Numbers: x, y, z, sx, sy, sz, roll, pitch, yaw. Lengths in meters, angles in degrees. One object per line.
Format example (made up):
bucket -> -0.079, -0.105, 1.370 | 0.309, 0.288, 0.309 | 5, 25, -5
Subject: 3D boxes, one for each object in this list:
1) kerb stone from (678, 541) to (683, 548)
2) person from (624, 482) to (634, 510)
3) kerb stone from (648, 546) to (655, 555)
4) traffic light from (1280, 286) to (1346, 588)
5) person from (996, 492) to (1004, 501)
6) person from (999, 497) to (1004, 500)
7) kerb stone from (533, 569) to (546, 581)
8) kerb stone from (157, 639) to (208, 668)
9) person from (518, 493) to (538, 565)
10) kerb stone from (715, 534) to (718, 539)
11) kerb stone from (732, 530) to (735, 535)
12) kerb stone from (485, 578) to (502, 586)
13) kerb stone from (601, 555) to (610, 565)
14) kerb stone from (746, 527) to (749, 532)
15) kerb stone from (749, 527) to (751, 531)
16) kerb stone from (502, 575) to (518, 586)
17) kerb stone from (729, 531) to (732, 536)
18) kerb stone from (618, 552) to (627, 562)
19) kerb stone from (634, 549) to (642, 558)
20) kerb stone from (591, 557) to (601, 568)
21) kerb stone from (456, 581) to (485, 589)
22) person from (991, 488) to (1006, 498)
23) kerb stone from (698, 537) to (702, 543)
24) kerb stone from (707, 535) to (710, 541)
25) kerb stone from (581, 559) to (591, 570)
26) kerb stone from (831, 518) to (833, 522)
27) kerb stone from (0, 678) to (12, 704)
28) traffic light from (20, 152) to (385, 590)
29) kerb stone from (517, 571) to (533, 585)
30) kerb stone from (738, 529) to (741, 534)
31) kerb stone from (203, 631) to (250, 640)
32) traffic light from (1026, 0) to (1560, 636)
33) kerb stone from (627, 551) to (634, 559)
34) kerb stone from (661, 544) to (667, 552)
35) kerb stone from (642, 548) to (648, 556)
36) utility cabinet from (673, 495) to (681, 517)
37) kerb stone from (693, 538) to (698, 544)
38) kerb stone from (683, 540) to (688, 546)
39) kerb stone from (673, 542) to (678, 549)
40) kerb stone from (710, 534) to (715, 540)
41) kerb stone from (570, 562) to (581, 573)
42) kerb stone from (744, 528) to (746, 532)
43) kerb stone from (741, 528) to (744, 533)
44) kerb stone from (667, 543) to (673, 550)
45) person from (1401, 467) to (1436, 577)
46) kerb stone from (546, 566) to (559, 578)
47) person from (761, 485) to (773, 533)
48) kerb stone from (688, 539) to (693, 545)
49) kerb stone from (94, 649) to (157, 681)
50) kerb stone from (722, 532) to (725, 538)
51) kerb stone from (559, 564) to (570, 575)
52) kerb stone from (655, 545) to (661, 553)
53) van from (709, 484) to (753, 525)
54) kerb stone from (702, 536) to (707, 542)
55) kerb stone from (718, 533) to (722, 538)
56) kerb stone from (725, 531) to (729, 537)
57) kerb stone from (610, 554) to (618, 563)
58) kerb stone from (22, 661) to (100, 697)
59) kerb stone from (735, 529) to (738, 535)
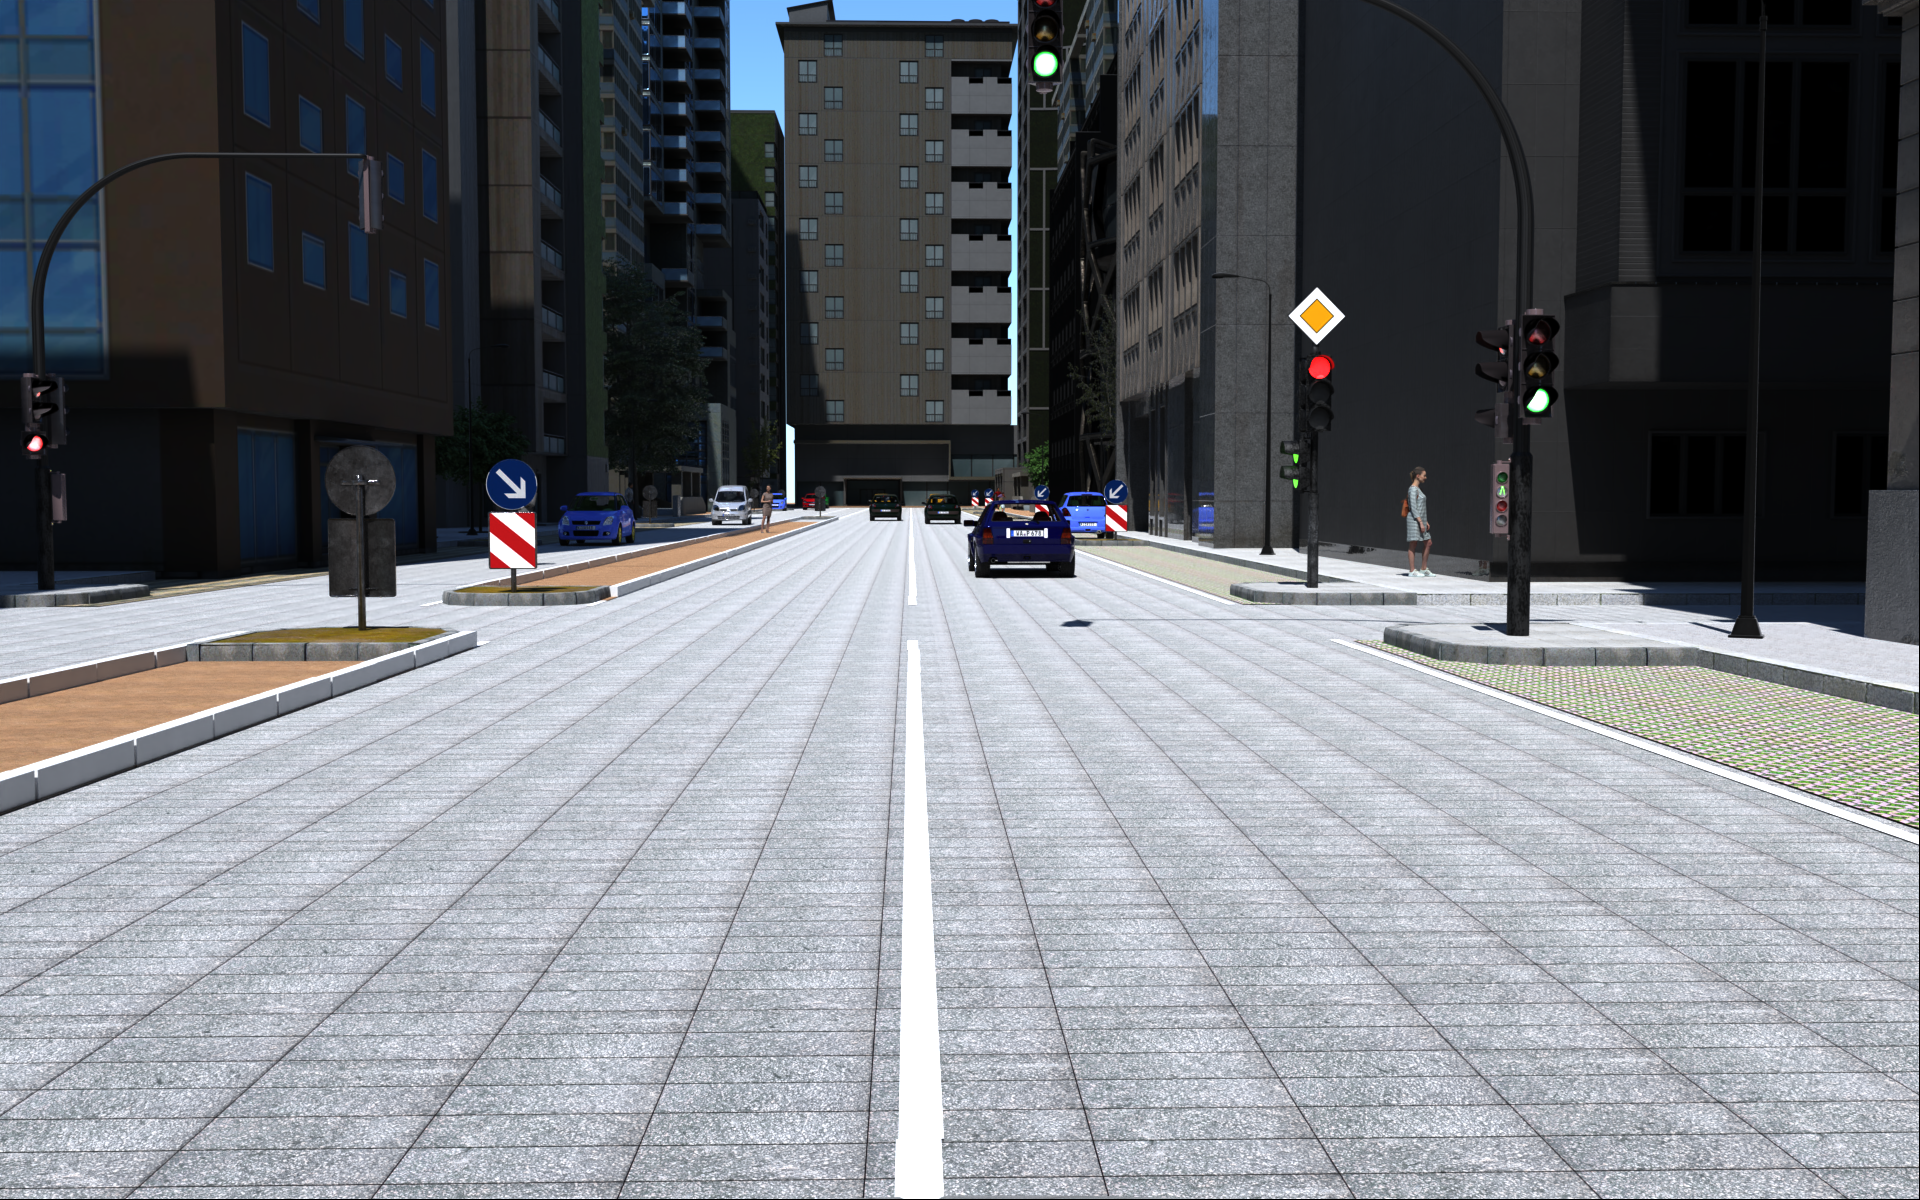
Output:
kerb stone -> -7.537, -1.456, 45.993 | 0.120, 0.150, 1.000 | 0, 4, -2
person -> -15.798, -4.683, 82.457 | 0.795, 1.843, 0.661 | 1, 4, 19
kerb stone -> -7.386, -1.142, 40.861 | 0.120, 0.150, 1.000 | 0, 4, -2
traffic light -> 4.811, -2.122, 23.615 | 0.839, 4.253, 0.868 | 0, 4, -2
person -> 3.336, -8.236, 143.929 | 0.697, 1.427, 0.421 | 0, 4, 1
person -> 1.631, -3.273, 66.260 | 0.590, 1.304, 0.306 | -3, 4, -36
kerb stone -> -7.039, -0.387, 28.552 | 0.120, 0.150, 1.000 | 0, 4, -2
kerb stone -> -6.638, 0.469, 14.656 | 0.120, 0.150, 1.000 | 0, 4, -2
person -> -8.649, -1.588, 34.639 | 0.473, 1.802, 0.592 | 0, 3, 0
kerb stone -> -7.769, -1.957, 54.193 | 0.120, 0.150, 1.000 | 0, 4, -2
kerb stone -> -7.913, -2.271, 59.323 | 0.120, 0.150, 1.000 | 0, 4, -2
kerb stone -> -6.951, -0.198, 25.464 | 0.120, 0.150, 1.000 | 0, 4, -2
kerb stone -> -7.212, -0.765, 34.697 | 0.120, 0.150, 1.000 | 0, 4, -2
kerb stone -> -8.064, -2.585, 64.460 | 0.120, 0.150, 1.000 | 0, 4, -2
kerb stone -> -8.093, -2.647, 65.482 | 0.120, 0.150, 1.000 | 0, 4, -2
kerb stone -> -6.977, -0.259, 26.493 | 0.120, 0.150, 1.000 | 0, 4, -2
kerb stone -> -7.886, -2.208, 58.297 | 0.120, 0.150, 1.000 | 0, 4, -2
kerb stone -> -7.263, -0.889, 36.754 | 0.120, 0.150, 1.000 | 0, 4, -2
kerb stone -> -7.325, -1.012, 38.804 | 0.120, 0.150, 1.000 | 0, 4, -2
kerb stone -> -7.177, -0.702, 33.676 | 0.120, 0.150, 1.000 | 0, 4, -2
kerb stone -> -6.918, -0.133, 24.441 | 0.120, 0.150, 1.000 | 0, 4, -2
person -> 3.329, -8.826, 150.292 | 1.348, 1.831, 0.705 | -1, 4, -17
kerb stone -> -7.647, -1.706, 50.091 | 0.120, 0.150, 1.000 | 0, 4, -2
kerb stone -> -7.711, -1.829, 52.143 | 0.120, 0.150, 1.000 | 0, 4, -2
kerb stone -> -7.158, -0.632, 32.653 | 0.120, 0.150, 1.000 | 0, 4, -2
kerb stone -> -6.599, -3.964, 87.002 | 0.120, 0.150, 1.000 | 0, 4, -2
kerb stone -> -6.556, 0.651, 11.591 | 0.120, 0.150, 1.000 | 0, 4, -2
traffic light -> -10.154, -2.969, 23.210 | 4.771, 5.953, 1.251 | 0, 4, -2
kerb stone -> -7.003, -0.326, 27.521 | 0.120, 0.150, 1.000 | 0, 4, -2
kerb stone -> -7.970, -2.396, 61.370 | 0.120, 0.150, 1.000 | 0, 4, -2
kerb stone -> -6.671, 0.398, 15.685 | 0.120, 0.150, 1.000 | 0, 4, -2
traffic light -> 2.950, -2.493, 15.432 | 4.771, 5.953, 1.251 | 0, 4, -2
kerb stone -> -7.303, -0.953, 37.781 | 0.120, 0.150, 1.000 | 0, 4, -2
kerb stone -> -7.447, -1.267, 42.914 | 0.120, 0.150, 1.000 | 0, 4, -2
kerb stone -> -7.361, -1.079, 39.837 | 0.120, 0.150, 1.000 | 0, 4, -2
utility cabinet -> -15.881, -5.251, 97.017 | 0.306, 1.237, 1.020 | 0, 4, 0
kerb stone -> -7.629, -1.643, 49.069 | 0.120, 0.150, 1.000 | 0, 4, -2
kerb stone -> -7.568, -1.514, 47.022 | 0.120, 0.150, 1.000 | 0, 4, -2
kerb stone -> -7.508, -1.393, 44.969 | 0.120, 0.150, 1.000 | 0, 4, -2
kerb stone -> -7.731, -1.889, 53.172 | 0.120, 0.150, 1.000 | 0, 4, -2
kerb stone -> -7.119, -0.575, 31.632 | 0.120, 0.150, 1.000 | 0, 4, -2
kerb stone -> -8.032, -2.522, 63.425 | 0.120, 0.150, 1.000 | 0, 4, -2
kerb stone -> -7.998, -2.459, 62.400 | 0.120, 0.150, 1.000 | 0, 4, -2
kerb stone -> -7.473, -1.330, 43.948 | 0.120, 0.150, 1.000 | 0, 4, -2
person -> 7.069, -1.206, 26.767 | 0.522, 1.701, 0.512 | 2, 4, 25
kerb stone -> -7.059, -0.452, 29.582 | 0.120, 0.150, 1.000 | 0, 4, -2
person -> -7.051, -3.338, 63.423 | 0.599, 1.781, 0.374 | -2, 4, -34
kerb stone -> -7.601, -1.581, 48.044 | 0.120, 0.150, 1.000 | 0, 4, -2
kerb stone -> -6.619, 0.524, 13.634 | 0.120, 0.150, 1.000 | 0, 4, -2
kerb stone -> -7.824, -2.083, 56.245 | 0.120, 0.150, 1.000 | 0, 4, -2
kerb stone -> -7.099, -0.515, 30.609 | 0.120, 0.150, 1.000 | 0, 4, -2
kerb stone -> -7.417, -1.205, 41.892 | 0.120, 0.150, 1.000 | 0, 4, -2
van -> -10.685, -4.530, 81.073 | 2.013, 2.044, 4.112 | 0, 4, -3
kerb stone -> -7.674, -1.765, 51.118 | 0.120, 0.150, 1.000 | 0, 4, -2
kerb stone -> -7.799, -2.020, 55.215 | 0.120, 0.150, 1.000 | 0, 4, -2
kerb stone -> -7.847, -2.146, 57.275 | 0.120, 0.150, 1.000 | 0, 4, -2
kerb stone -> -7.249, -0.827, 35.721 | 0.120, 0.150, 1.000 | 0, 4, -2
kerb stone -> -6.582, 0.587, 12.613 | 0.120, 0.150, 1.000 | 0, 4, -2
kerb stone -> -7.943, -2.333, 60.345 | 0.120, 0.150, 1.000 | 0, 4, -2
